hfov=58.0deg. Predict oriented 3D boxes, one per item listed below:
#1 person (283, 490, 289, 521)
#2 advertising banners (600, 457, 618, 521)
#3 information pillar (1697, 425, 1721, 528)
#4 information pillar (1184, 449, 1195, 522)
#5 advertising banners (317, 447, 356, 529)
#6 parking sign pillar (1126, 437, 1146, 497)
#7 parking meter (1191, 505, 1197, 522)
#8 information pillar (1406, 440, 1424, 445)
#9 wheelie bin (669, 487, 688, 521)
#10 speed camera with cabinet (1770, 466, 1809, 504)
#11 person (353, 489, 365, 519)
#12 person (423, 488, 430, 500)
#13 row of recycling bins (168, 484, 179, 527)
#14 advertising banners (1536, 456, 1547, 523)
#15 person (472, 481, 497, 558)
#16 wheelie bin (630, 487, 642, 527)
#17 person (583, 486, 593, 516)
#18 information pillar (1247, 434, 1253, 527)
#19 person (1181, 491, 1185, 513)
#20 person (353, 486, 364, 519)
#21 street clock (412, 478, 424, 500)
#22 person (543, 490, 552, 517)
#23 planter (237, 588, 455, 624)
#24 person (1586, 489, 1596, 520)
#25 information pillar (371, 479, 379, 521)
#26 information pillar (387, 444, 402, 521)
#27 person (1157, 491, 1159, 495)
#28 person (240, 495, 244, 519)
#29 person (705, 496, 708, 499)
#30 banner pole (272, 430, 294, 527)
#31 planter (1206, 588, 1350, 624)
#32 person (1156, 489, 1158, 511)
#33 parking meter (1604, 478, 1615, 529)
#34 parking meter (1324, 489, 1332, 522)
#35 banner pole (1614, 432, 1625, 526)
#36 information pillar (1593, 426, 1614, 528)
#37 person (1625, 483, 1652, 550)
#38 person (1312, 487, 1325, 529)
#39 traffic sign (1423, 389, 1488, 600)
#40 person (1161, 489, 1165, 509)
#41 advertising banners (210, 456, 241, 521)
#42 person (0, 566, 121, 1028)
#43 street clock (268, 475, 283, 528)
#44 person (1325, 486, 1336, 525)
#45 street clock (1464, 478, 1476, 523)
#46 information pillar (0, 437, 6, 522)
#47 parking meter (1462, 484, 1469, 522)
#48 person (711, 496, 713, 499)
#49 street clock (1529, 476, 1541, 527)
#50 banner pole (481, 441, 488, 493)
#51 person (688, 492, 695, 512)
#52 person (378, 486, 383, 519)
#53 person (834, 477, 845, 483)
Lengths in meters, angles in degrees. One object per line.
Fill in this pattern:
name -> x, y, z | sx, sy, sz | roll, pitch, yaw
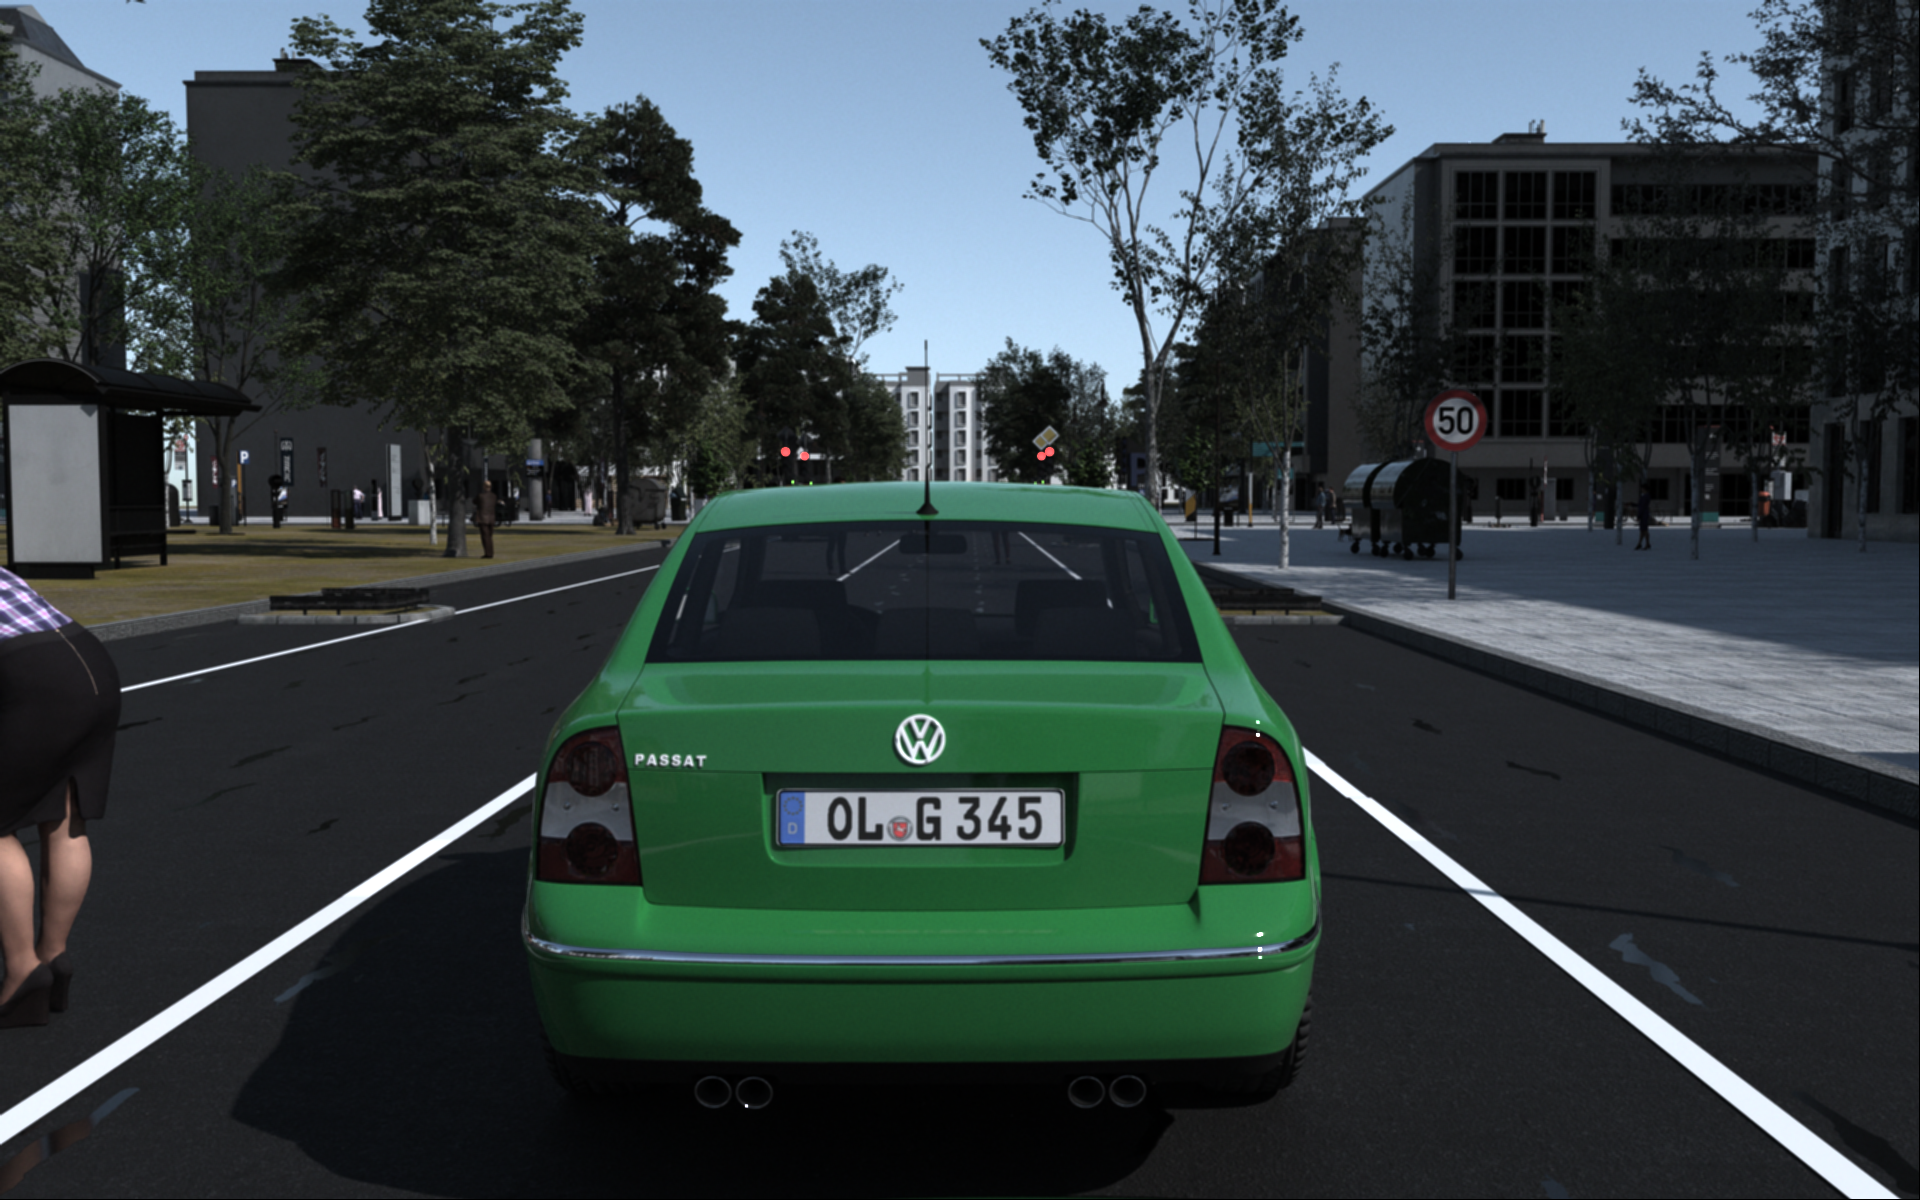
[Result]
person -> -32.406, -4.614, 82.935 | 0.517, 1.644, 0.566 | -3, 4, -37
advertising banners -> -16.348, -5.193, 81.090 | 0.090, 3.025, 2.074 | -3, 5, -40
information pillar -> 28.260, -4.652, 65.437 | 0.750, 3.857, 0.750 | 0, 4, -3
information pillar -> 10.550, -5.380, 79.323 | 0.504, 3.616, 0.183 | 2, 4, 25
advertising banners -> -23.275, -4.184, 64.588 | 2.074, 3.025, 0.090 | 2, 4, 32
parking sign pillar -> 8.522, -5.699, 81.648 | 1.447, 3.967, 1.447 | -1, 4, -13
parking meter -> 10.827, -4.408, 80.474 | 0.372, 1.533, 0.369 | 0, 3, 0
information pillar -> 22.012, -5.783, 83.935 | 0.750, 3.857, 0.750 | -1, 4, -19
wheelie bin -> -13.512, -4.588, 82.925 | 0.693, 1.594, 0.980 | 2, 4, 23
speed camera with cabinet -> 33.226, -4.550, 68.736 | 0.660, 3.252, 2.038 | -3, 4, -39
person -> -30.616, -4.903, 88.422 | 0.499, 1.552, 0.429 | 0, 4, -6
person -> -28.612, -5.213, 92.976 | 0.444, 1.614, 0.593 | -2, 4, -26
row of recycling bins -> -32.407, -3.784, 68.989 | 3.534, 1.692, 1.069 | 2, 4, 32
advertising banners -> 26.342, -5.026, 78.371 | 0.090, 3.025, 2.074 | 2, 4, 29
person -> -9.489, -1.606, 34.564 | 0.388, 1.546, 0.482 | 3, 5, 41
wheelie bin -> -12.804, -3.656, 67.680 | 0.980, 1.594, 0.693 | 2, 4, 32
person -> -21.730, -5.784, 101.284 | 0.551, 1.740, 0.621 | -2, 4, -26
information pillar -> 11.310, -4.653, 67.433 | 0.183, 3.616, 0.504 | 0, 4, 3
person -> 15.510, -6.790, 119.747 | 0.600, 1.496, 0.574 | 3, 4, 38
person -> -30.469, -4.918, 87.389 | 0.756, 1.711, 0.436 | -2, 4, -32
street clock -> -24.962, -4.601, 79.795 | 0.471, 2.002, 0.358 | 0, 4, -2
person -> -22.666, -5.299, 95.379 | 0.574, 1.496, 0.600 | -3, 5, -39
planter -> -6.993, 0.064, 20.096 | 1.991, 0.319, 1.994 | 0, 4, 0
person -> 31.651, -4.787, 86.674 | 0.546, 1.535, 0.453 | 0, 4, 4
information pillar -> -28.199, -4.827, 83.419 | 0.304, 2.012, 0.304 | -1, 4, -12
information pillar -> -26.982, -5.584, 82.609 | 0.184, 3.620, 1.656 | 0, 4, -2
person -> 24.520, -12.645, 213.338 | 0.990, 1.755, 0.434 | 2, 4, 25
person -> -37.211, -4.968, 89.541 | 0.482, 1.546, 0.388 | 3, 5, 40
person -> -18.713, -7.332, 127.976 | 0.319, 1.574, 0.516 | 1, 4, 18
banner pole -> -26.436, -4.747, 67.636 | 0.863, 3.779, 0.401 | -1, 4, -18
planter -> 3.323, 0.067, 20.043 | 1.991, 0.319, 1.994 | 0, 4, 0
person -> 9.952, -4.919, 88.677 | 0.614, 1.554, 0.590 | -2, 4, -29
parking meter -> 23.937, -3.554, 63.825 | 0.255, 1.863, 0.399 | 0, 4, -3
parking meter -> 17.130, -4.410, 80.516 | 0.372, 1.533, 0.369 | 0, 3, 0
banner pole -> 26.443, -4.860, 69.477 | 0.401, 3.779, 0.863 | 3, 4, 37
information pillar -> 24.720, -4.712, 66.426 | 0.750, 3.857, 0.750 | 1, 4, 20
person -> 15.576, -1.917, 39.758 | 0.546, 1.535, 0.453 | 1, 4, 15
person -> 13.250, -3.399, 63.821 | 0.429, 1.552, 0.499 | 2, 4, 31
traffic sign -> 5.993, -1.280, 21.028 | 0.768, 2.556, 0.104 | 0, 4, 3
person -> 17.555, -8.700, 149.085 | 0.445, 1.727, 0.742 | -2, 4, -25
advertising banners -> -34.055, -5.145, 80.303 | 0.090, 3.025, 2.074 | 1, 4, 13
person -> -2.648, 0.430, 4.696 | 0.697, 1.427, 0.421 | 0, 4, 5
street clock -> -25.635, -3.691, 64.922 | 0.358, 2.002, 0.471 | 3, 5, 40
person -> 15.638, -3.950, 73.611 | 0.750, 1.759, 0.617 | 2, 4, 24
street clock -> 22.761, -4.447, 77.279 | 0.471, 2.002, 0.358 | 2, 4, 35
information pillar -> -43.355, -5.486, 79.073 | 0.750, 3.857, 0.750 | 1, 4, 22
parking meter -> 23.563, -4.586, 80.686 | 0.255, 1.863, 0.399 | 1, 4, 21
person -> -17.222, -7.065, 122.103 | 0.434, 1.755, 0.990 | 2, 4, 28
street clock -> 22.653, -3.898, 68.302 | 0.471, 2.002, 0.358 | -3, 4, -38
banner pole -> -22.417, -5.609, 81.730 | 0.401, 3.779, 0.863 | 0, 4, 8
person -> -18.584, -6.999, 121.007 | 0.617, 1.759, 0.750 | 3, 4, 38
person -> -29.522, -4.957, 87.756 | 0.551, 1.740, 0.621 | 2, 4, 35
person -> -2.142, -1.320, 30.780 | 0.504, 1.737, 0.576 | 3, 4, 39
